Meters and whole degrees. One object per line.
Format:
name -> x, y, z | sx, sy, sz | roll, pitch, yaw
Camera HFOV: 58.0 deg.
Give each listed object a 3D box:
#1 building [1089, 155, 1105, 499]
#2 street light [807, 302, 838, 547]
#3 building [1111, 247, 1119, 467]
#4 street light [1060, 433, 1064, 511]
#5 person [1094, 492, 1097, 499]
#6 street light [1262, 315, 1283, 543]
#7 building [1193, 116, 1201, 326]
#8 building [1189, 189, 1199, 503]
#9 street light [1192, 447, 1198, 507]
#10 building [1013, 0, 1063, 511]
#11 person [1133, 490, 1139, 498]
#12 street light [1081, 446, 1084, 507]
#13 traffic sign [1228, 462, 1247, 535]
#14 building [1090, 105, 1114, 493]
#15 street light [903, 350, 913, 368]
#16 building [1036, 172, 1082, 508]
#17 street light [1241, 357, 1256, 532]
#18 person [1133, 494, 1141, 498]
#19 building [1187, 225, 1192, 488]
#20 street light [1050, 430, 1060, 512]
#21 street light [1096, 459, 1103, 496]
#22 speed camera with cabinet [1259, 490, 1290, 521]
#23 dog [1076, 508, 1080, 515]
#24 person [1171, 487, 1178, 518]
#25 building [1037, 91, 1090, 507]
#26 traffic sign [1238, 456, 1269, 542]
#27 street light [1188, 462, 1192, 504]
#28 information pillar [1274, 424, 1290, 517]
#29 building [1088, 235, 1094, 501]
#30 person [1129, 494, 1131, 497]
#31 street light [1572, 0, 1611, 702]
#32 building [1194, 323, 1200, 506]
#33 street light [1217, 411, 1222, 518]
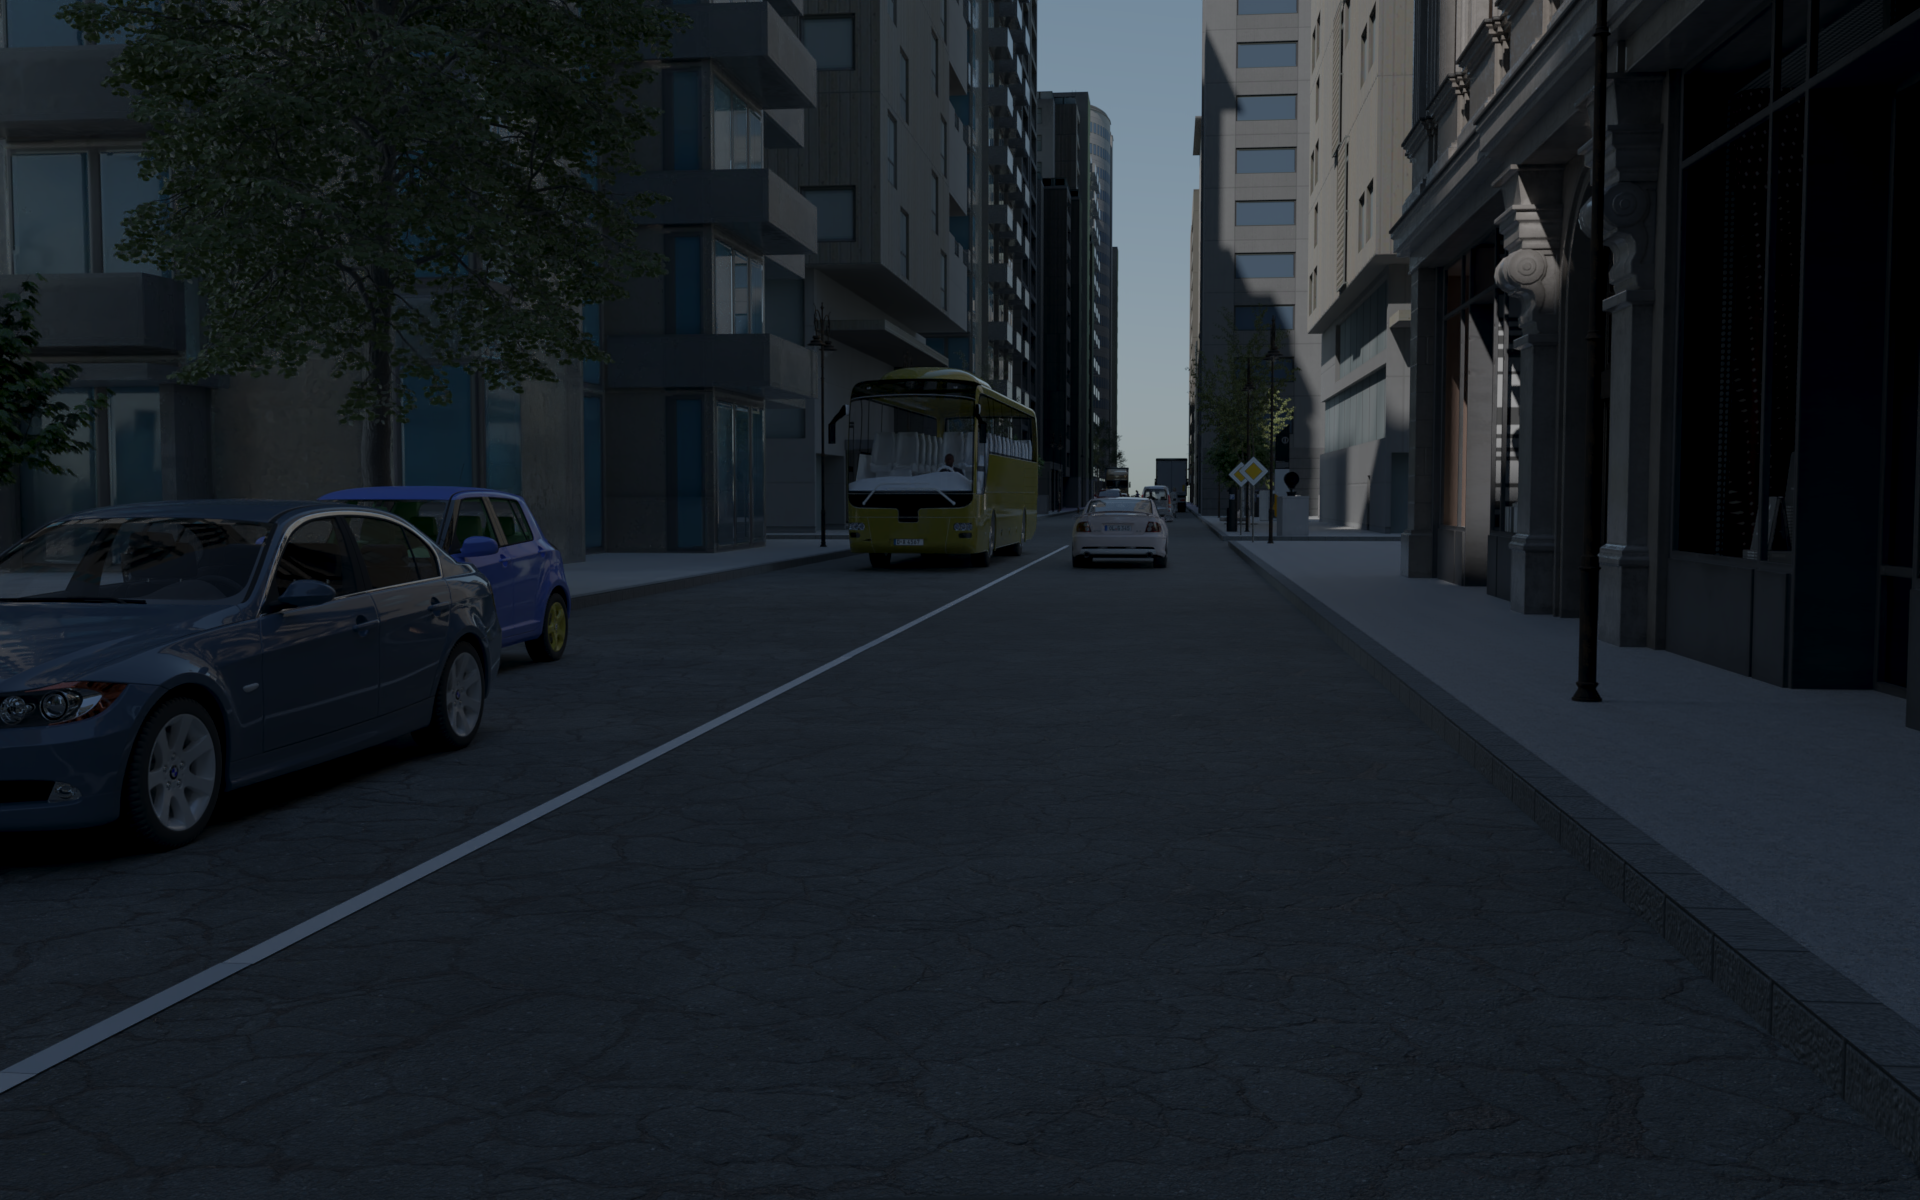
building -> 6.962, -37.250, 228.644 | 23.786, 49.044, 30.456 | 0, 4, 7
street light -> -3.317, -4.225, 41.861 | 0.468, 5.910, 1.993 | 0, 4, 7
building -> 18.184, -36.421, 279.074 | 14.154, 41.232, 14.086 | 0, 4, 7
street light -> 7.616, -9.702, 131.417 | 0.468, 5.910, 1.993 | 0, 4, 7
person -> 16.442, -12.239, 209.282 | 0.551, 1.740, 0.621 | -1, 4, -21
street light -> 8.077, -4.408, 44.856 | 0.468, 5.910, 1.993 | 0, 4, 7
building -> 45.904, -39.437, 234.037 | 28.713, 52.752, 27.495 | 0, 4, 7
building -> 45.368, -38.865, 259.136 | 21.300, 48.544, 21.600 | 0, 4, 7
street light -> 23.258, -12.047, 169.755 | 0.468, 5.910, 1.993 | 0, 4, 7
building -> -2.084, -42.918, 139.958 | 20.563, 71.187, 20.611 | 0, 4, 7
person -> 17.625, -10.109, 173.644 | 0.599, 1.838, 0.709 | 0, 4, -5
street light -> 11.701, -11.800, 165.715 | 0.468, 5.910, 1.993 | 0, 4, 7
traffic sign -> 8.756, -3.078, 53.968 | 0.795, 2.450, 0.064 | 0, 4, 7
building -> 11.667, -43.794, 258.029 | 21.231, 58.520, 28.212 | 0, 4, 7
street light -> -1.659, -5.054, 55.422 | 0.468, 5.910, 1.993 | 0, 4, 7
building -> 3.733, -23.636, 158.150 | 14.160, 30.474, 14.107 | 0, 4, 7
street light -> 9.741, -5.249, 58.605 | 0.468, 5.910, 1.993 | 0, 4, 7
person -> 22.196, -12.701, 216.175 | 1.348, 1.822, 0.705 | 1, 4, 21
building -> 43.870, -38.430, 278.435 | 14.600, 45.320, 14.200 | 0, 4, 7
street light -> 6.718, -9.293, 124.735 | 0.468, 5.910, 1.993 | 0, 4, 7
street light -> 15.914, -13.897, 199.997 | 0.468, 5.910, 1.993 | 0, 4, 7
speed camera with cabinet -> 15.182, -5.424, 83.024 | 2.038, 3.252, 0.660 | -3, 5, -44
dog -> 8.053, -6.049, 118.185 | 0.406, 0.507, 0.540 | -2, 4, -28
person -> 12.881, -5.865, 104.277 | 0.514, 1.842, 0.818 | 2, 4, 32
building -> 5.505, -29.859, 171.781 | 14.154, 41.232, 14.086 | 0, 4, 7
traffic sign -> 7.794, -2.593, 46.041 | 0.795, 2.450, 0.064 | 0, 4, 7
street light -> 27.484, -14.144, 204.036 | 0.468, 5.910, 1.993 | 0, 4, 7
information pillar -> 10.709, -4.046, 57.506 | 0.504, 3.616, 0.183 | 1, 4, 9
building -> 7.056, -25.345, 186.095 | 14.160, 30.474, 14.107 | 0, 4, 7
person -> 25.975, -15.526, 265.573 | 0.991, 1.433, 0.599 | -2, 4, -28
street light -> 3.891, -2.311, 10.571 | 0.468, 5.910, 1.993 | 0, 4, 7
building -> 39.626, -20.992, 188.253 | 27.650, 21.520, 28.899 | 0, 4, 7
street light -> 13.983, -7.371, 93.310 | 0.468, 5.910, 1.993 | 0, 4, 7
